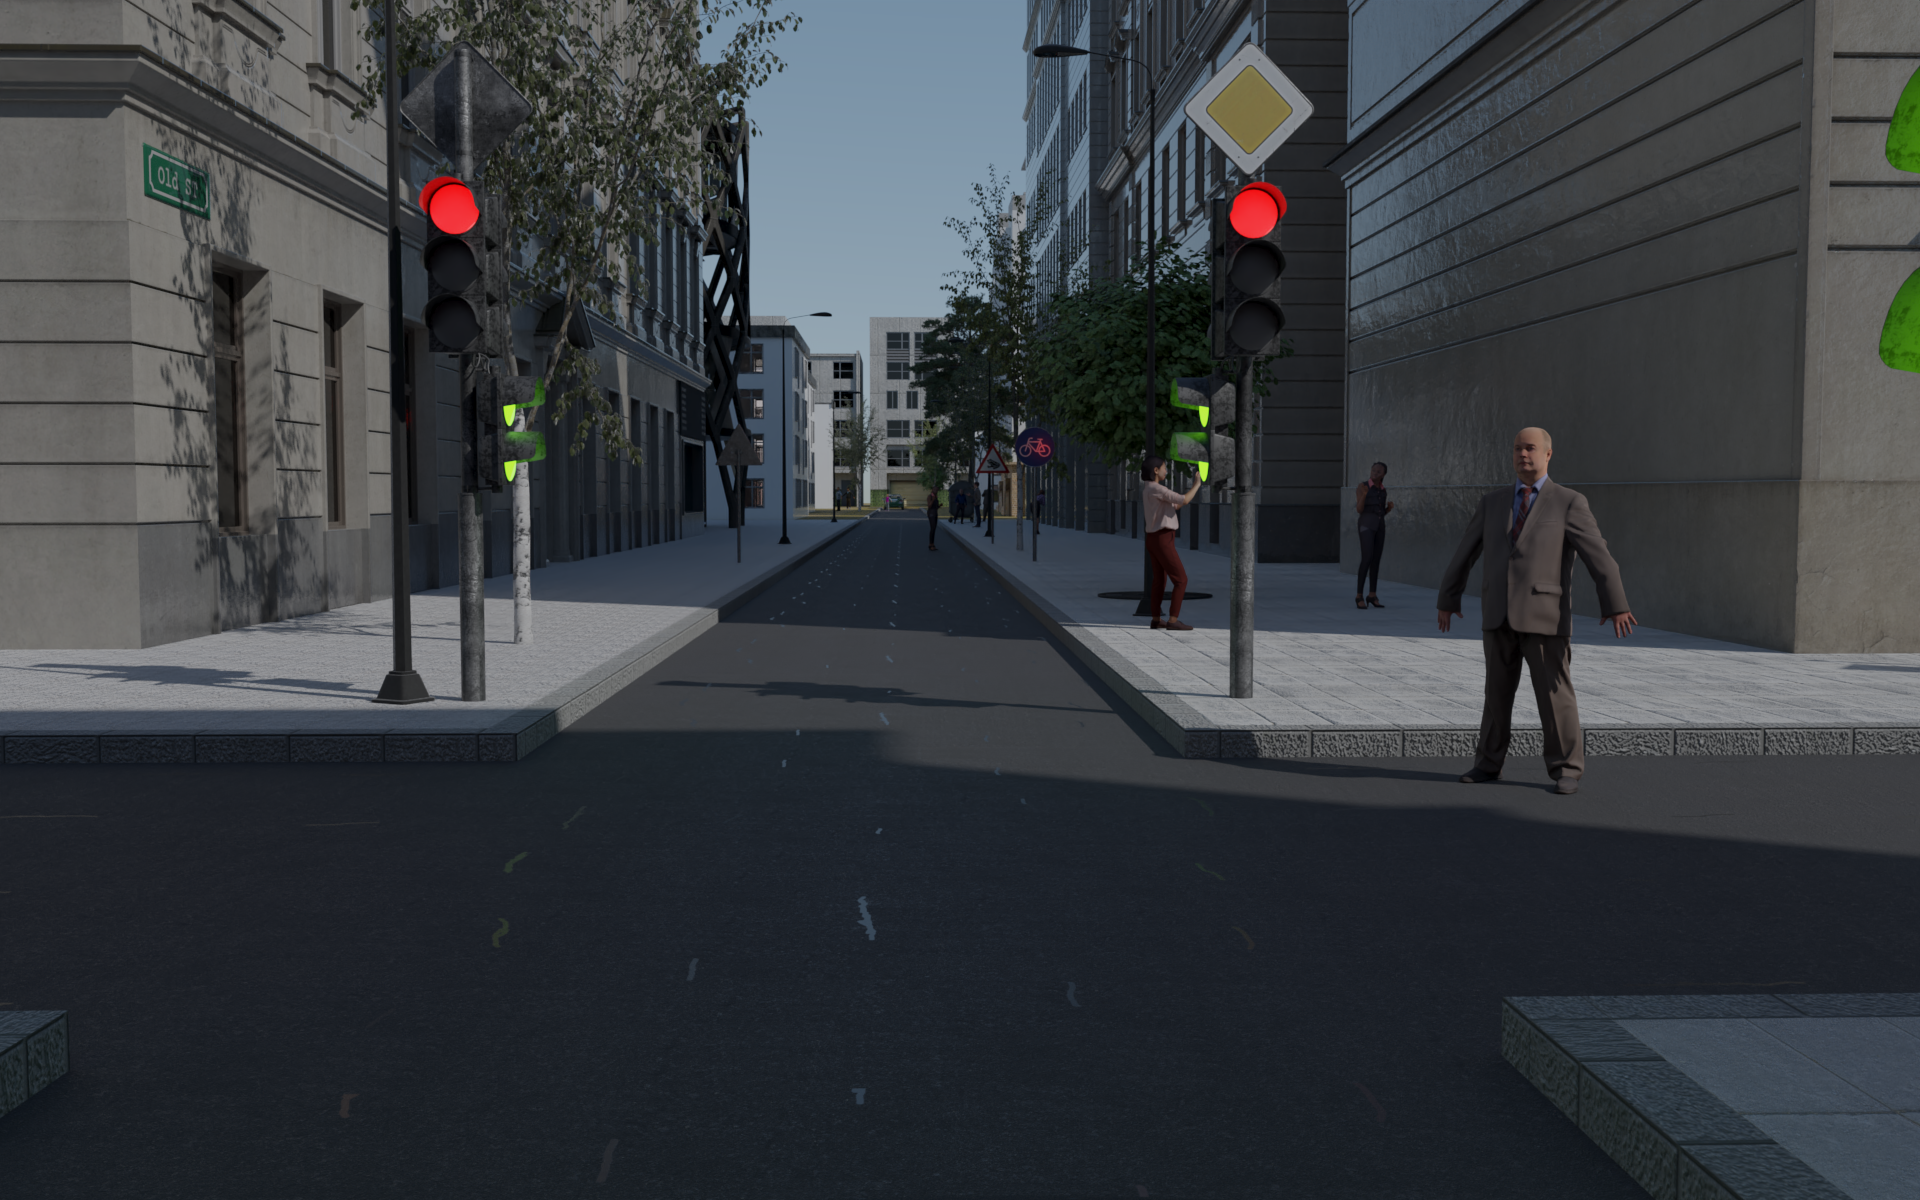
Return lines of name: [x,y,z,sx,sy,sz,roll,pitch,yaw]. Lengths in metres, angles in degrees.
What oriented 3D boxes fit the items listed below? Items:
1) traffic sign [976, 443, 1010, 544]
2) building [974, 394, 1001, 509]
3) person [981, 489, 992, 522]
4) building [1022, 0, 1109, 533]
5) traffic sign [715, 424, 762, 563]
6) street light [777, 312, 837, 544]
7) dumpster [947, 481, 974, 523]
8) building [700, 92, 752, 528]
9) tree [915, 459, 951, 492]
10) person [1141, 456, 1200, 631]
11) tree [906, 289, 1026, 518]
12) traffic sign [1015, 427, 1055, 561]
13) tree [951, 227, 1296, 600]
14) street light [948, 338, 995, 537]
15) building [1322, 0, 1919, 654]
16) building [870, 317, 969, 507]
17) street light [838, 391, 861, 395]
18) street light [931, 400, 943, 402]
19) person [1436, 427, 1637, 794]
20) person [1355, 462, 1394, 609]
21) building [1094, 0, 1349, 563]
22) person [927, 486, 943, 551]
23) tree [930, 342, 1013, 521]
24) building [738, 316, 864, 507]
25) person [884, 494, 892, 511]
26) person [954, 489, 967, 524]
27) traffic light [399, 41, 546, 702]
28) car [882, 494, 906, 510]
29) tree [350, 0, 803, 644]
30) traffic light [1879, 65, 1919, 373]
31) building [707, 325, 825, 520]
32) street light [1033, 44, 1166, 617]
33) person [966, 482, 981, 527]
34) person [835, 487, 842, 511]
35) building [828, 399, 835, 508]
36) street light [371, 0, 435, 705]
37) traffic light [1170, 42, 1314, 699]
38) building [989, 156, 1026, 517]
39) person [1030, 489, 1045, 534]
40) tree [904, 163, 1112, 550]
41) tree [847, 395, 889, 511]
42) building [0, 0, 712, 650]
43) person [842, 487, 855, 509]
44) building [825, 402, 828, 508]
traffic sign: [0.841,-2.725,44.556,0.884,2.594,0.081,0,4,-1]
building: [5.680,-12.453,145.754,9.099,9.664,28.070,0,4,-2]
person: [1.276,-4.518,80.592,0.600,1.739,0.565,3,5,45]
building: [9.086,-17.939,70.797,11.434,29.767,29.804,0,4,-2]
traffic sign: [-4.118,-1.971,32.223,0.884,2.594,0.081,0,4,5]
street light: [-3.961,-4.389,44.304,1.470,5.913,1.316,0,4,-2]
dumpster: [0.078,-4.419,78.013,1.264,1.857,1.865,0,4,-2]
building: [-16.488,-12.098,65.259,16.820,18.784,16.811,0,4,-2]
tree: [-2.284,-10.635,157.589,4.285,4.588,4.351,0,3,0]
person: [2.009,-0.545,16.416,0.566,1.644,0.517,2,4,33]
tree: [0.618,-10.434,92.650,6.751,12.117,7.091,0,3,0]
traffic sign: [1.423,-2.007,32.923,0.768,2.556,0.104,0,4,5]
tree: [2.513,-2.312,21.521,4.285,4.588,4.351,0,3,0]
street light: [0.342,-4.850,51.841,1.470,5.913,1.316,0,4,-2]
building: [20.683,-11.475,20.898,30.059,22.955,16.112,0,4,-2]
building: [6.458,-19.296,181.944,31.486,18.905,16.747,0,4,-2]
street light: [-5.163,-6.471,78.341,1.470,5.913,1.316,0,4,-2]
street light: [-0.750,-6.916,85.610,1.470,5.913,1.316,0,4,-2]
person: [2.773,0.037,8.442,0.990,1.755,0.434,3,5,43]
person: [4.646,-0.728,19.415,0.415,1.643,0.593,1,4,18]
building: [10.754,-15.061,43.507,12.463,27.353,25.104,0,4,-2]
person: [-0.635,-2.084,44.043,0.415,1.643,0.593,-1,4,-14]
tree: [0.699,-8.020,81.485,4.360,8.622,3.978,0,3,0]
building: [-26.000,-19.183,180.095,31.486,18.905,16.747,0,4,-2]
person: [-6.148,-8.208,145.923,0.991,1.433,0.599,2,4,31]
person: [-0.024,-3.978,73.772,0.574,1.496,0.600,1,4,12]
traffic light: [-3.004,-1.309,10.641,0.839,4.213,0.868,0,4,-2]
car: [-5.979,-8.883,157.027,2.131,1.459,4.920,0,4,-2]
tree: [-3.507,-3.928,14.582,4.360,8.622,3.978,0,3,0]
traffic light: [2.012,-0.831,2.829,0.839,4.213,0.868,0,4,-2]
building: [-13.193,-9.658,100.059,9.099,9.664,28.070,0,4,-2]
street light: [1.454,-2.785,18.073,1.470,5.913,1.316,0,4,-2]
person: [0.506,-3.687,66.853,0.750,1.759,0.617,1,4,18]
person: [-9.207,-7.633,130.832,0.705,1.826,1.348,-2,4,-33]
building: [-25.298,-12.953,153.929,28.070,9.664,9.099,0,4,-2]
street light: [-2.899,-2.324,10.534,1.470,5.913,1.316,0,4,-2]
traffic light: [1.754,-1.319,10.810,0.839,4.213,0.868,0,4,-2]
building: [10.068,-15.084,103.040,16.016,20.091,11.380,0,4,-2]
person: [2.474,-2.793,54.940,0.421,1.427,0.697,2,4,33]
tree: [1.579,-5.431,39.163,4.737,8.622,4.395,0,3,0]
tree: [-7.675,-10.826,127.365,4.360,8.622,3.978,0,3,0]
building: [-15.335,-15.787,34.527,17.030,29.872,44.131,0,4,-2]
person: [-9.516,-8.674,147.500,1.348,1.869,0.705,2,4,28]
building: [-15.143,-11.369,128.029,9.099,9.664,28.070,0,4,-2]
